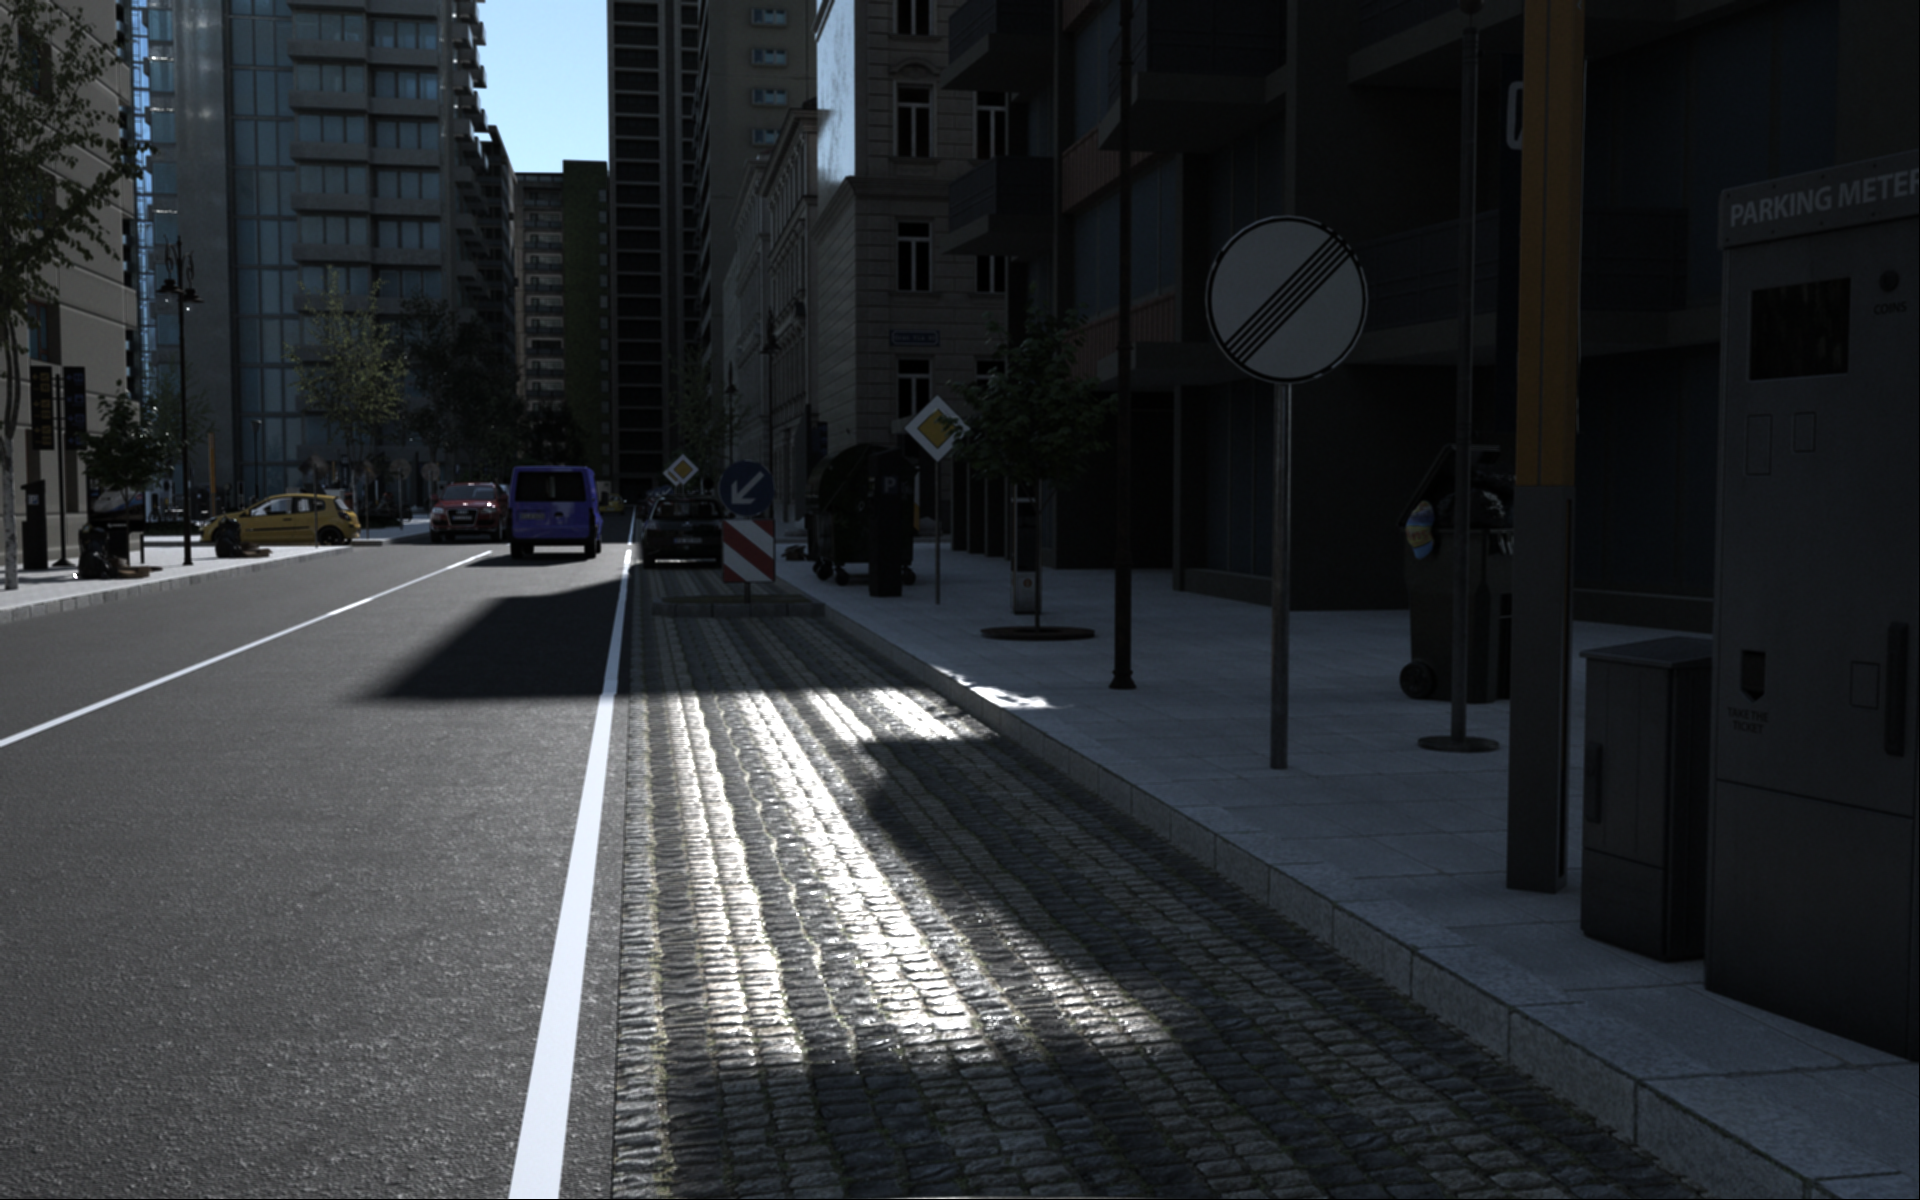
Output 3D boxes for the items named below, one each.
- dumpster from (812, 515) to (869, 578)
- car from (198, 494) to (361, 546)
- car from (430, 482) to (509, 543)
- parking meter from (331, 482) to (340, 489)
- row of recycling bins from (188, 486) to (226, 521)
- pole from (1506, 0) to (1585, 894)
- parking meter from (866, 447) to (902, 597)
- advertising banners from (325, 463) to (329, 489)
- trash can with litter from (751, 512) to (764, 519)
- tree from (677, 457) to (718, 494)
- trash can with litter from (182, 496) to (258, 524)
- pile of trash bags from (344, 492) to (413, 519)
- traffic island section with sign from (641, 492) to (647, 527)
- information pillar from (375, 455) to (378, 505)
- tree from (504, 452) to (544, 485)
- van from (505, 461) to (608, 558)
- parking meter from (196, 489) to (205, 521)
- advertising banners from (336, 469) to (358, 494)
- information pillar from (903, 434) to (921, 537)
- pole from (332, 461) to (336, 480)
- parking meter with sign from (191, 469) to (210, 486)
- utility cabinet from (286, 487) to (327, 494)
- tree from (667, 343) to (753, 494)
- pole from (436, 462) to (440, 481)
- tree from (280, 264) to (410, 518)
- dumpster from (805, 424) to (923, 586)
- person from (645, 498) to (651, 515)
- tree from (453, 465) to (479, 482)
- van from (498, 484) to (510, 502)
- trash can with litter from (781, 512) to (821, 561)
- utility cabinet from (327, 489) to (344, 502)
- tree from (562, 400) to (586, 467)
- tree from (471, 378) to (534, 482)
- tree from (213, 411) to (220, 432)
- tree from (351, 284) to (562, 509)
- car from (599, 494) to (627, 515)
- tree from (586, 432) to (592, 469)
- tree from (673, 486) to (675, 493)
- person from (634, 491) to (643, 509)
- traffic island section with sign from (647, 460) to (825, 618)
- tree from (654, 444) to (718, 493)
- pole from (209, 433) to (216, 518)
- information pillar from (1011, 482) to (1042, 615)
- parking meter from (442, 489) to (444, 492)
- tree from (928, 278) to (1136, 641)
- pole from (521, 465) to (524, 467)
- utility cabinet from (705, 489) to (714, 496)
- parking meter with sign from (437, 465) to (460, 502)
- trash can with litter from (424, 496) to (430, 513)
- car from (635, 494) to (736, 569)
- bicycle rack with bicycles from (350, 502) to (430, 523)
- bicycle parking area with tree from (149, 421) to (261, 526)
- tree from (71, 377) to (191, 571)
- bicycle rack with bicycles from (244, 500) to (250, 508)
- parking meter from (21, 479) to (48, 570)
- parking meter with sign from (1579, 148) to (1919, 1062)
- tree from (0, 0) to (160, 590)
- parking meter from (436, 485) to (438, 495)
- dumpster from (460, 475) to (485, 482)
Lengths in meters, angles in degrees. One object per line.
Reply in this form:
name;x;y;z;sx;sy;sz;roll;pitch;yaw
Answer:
dumpster;-1.649;-1.309;27.167;1.264;1.857;1.865;-1;4;-11
car;-17.982;-2.176;45.808;3.980;1.641;2.015;-1;4;-10
car;-14.905;-2.707;52.930;2.281;1.827;5.304;-1;4;-9
parking meter;-31.291;-4.960;86.807;0.399;1.863;0.255;2;4;35
row of recycling bins;-37.314;-4.806;85.691;1.069;1.692;3.534;0;4;-4
pole;1.884;-0.716;5.556;0.158;3.312;0.155;0;3;0
parking meter;-0.947;-0.975;21.649;0.399;1.863;0.255;-2;4;-30
advertising banners;-35.772;-6.170;97.069;0.090;3.025;2.074;0;4;2
trash can with litter;-8.104;-3.356;65.931;2.233;1.210;1.678;-2;4;-27
tree;-14.852;-6.361;98.598;1.663;3.219;1.824;0;3;0
trash can with litter;-26.216;-3.111;61.919;1.678;1.210;2.233;2;4;34
pile of trash bags;-29.934;-4.826;88.655;1.912;1.369;3.447;3;5;43
traffic island section with sign;-13.015;-4.130;76.147;1.989;1.847;2.006;-1;4;-11
information pillar;-34.794;-6.846;103.292;0.183;3.616;0.504;-2;4;-23
tree;-35.760;-9.721;142.644;4.285;4.588;4.351;0;3;0
van;-9.374;-2.198;40.321;2.240;2.365;5.245;-1;4;-10
parking meter;-36.525;-4.580;83.300;0.372;1.533;0.369;0;3;0
advertising banners;-42.775;-7.598;120.413;2.074;3.025;0.090;1;4;19
information pillar;-1.426;-3.664;51.267;0.504;3.616;0.183;-1;4;-18
pole;-38.699;-6.928;107.120;0.158;3.312;0.155;0;3;0
parking meter with sign;-51.934;-7.522;119.245;1.738;3.016;0.543;-1;4;-15
utility cabinet;-22.125;-3.049;58.528;1.173;1.500;0.318;-2;4;-24
tree;-12.376;-8.163;83.824;4.737;8.622;4.395;0;3;0
pole;-33.266;-7.132;110.452;0.158;3.312;0.155;0;3;0
tree;-19.368;-6.412;55.191;4.360;8.622;3.978;0;3;0
dumpster;-1.388;-1.374;24.962;1.502;2.255;1.985;-1;4;-10
person;-21.579;-6.479;119.935;0.738;1.151;1.012;0;4;4
tree;-34.001;-7.687;120.288;1.663;3.219;1.824;0;3;0
van;-18.804;-3.830;69.626;2.013;2.044;4.112;-1;4;-11
trash can with litter;-2.937;-1.342;33.336;1.055;1.170;0.624;1;4;18
utility cabinet;-29.710;-4.482;81.964;1.173;1.500;0.318;1;4;17
tree;-26.037;-9.696;92.945;8.767;10.594;7.601;3;5;42
tree;-28.058;-9.493;105.578;4.737;8.622;4.395;0;3;0
tree;-41.004;-8.549;90.142;4.737;8.622;4.395;0;3;0
tree;-23.990;-8.777;77.918;8.767;10.594;7.601;3;4;36
car;-23.760;-6.598;118.093;2.015;1.641;3.980;-1;4;-9
tree;-38.055;-13.786;159.811;8.767;10.594;7.601;0;4;-6
tree;-28.083;-10.860;172.166;1.663;3.219;1.824;0;3;0
person;-31.899;-9.945;171.928;0.721;1.723;1.217;2;4;35
traffic island section with sign;-2.720;-0.752;20.918;1.989;1.847;2.006;-1;4;-11
tree;-16.617;-7.524;106.727;4.285;4.588;4.351;0;3;0
pole;-24.844;-3.898;57.575;0.158;3.312;0.155;0;3;0
information pillar;0.706;-0.856;18.493;0.304;2.012;0.304;0;4;-5
parking meter;-22.535;-4.140;76.094;0.372;1.533;0.369;0;3;0
tree;0.689;-1.289;15.681;1.663;3.219;1.824;0;3;0
pole;-31.103;-7.915;123.246;0.158;3.312;0.155;0;3;0
utility cabinet;-11.593;-4.373;80.178;0.318;1.500;1.173;-1;4;-15
parking meter with sign;-30.544;-6.500;102.535;1.738;3.016;0.543;1;4;9
trash can with litter;-35.604;-6.447;116.794;1.055;1.170;0.624;-1;4;-18
car;-5.466;-1.516;34.575;2.009;1.686;4.222;-1;4;-10
bicycle rack with bicycles;-26.079;-3.973;78.341;2.925;0.926;2.852;1;4;12
bicycle parking area with tree;-30.163;-4.932;67.646;8.231;4.147;9.016;1;4;14
tree;-14.010;-2.100;28.943;1.663;3.219;1.824;0;3;0
bicycle rack with bicycles;-44.933;-5.998;111.449;2.852;0.926;2.925;2;4;32
parking meter;-15.760;-1.289;29.482;0.372;1.533;0.369;0;3;0
parking meter with sign;2.247;-0.485;4.199;0.543;3.016;1.738;-1;4;-22
tree;-12.972;-4.439;22.936;4.737;8.622;4.395;0;3;0
parking meter;-32.750;-6.284;108.456;0.255;1.863;0.399;0;4;-1
dumpster;-24.394;-5.165;86.934;1.502;2.255;1.985;-1;4;-10
